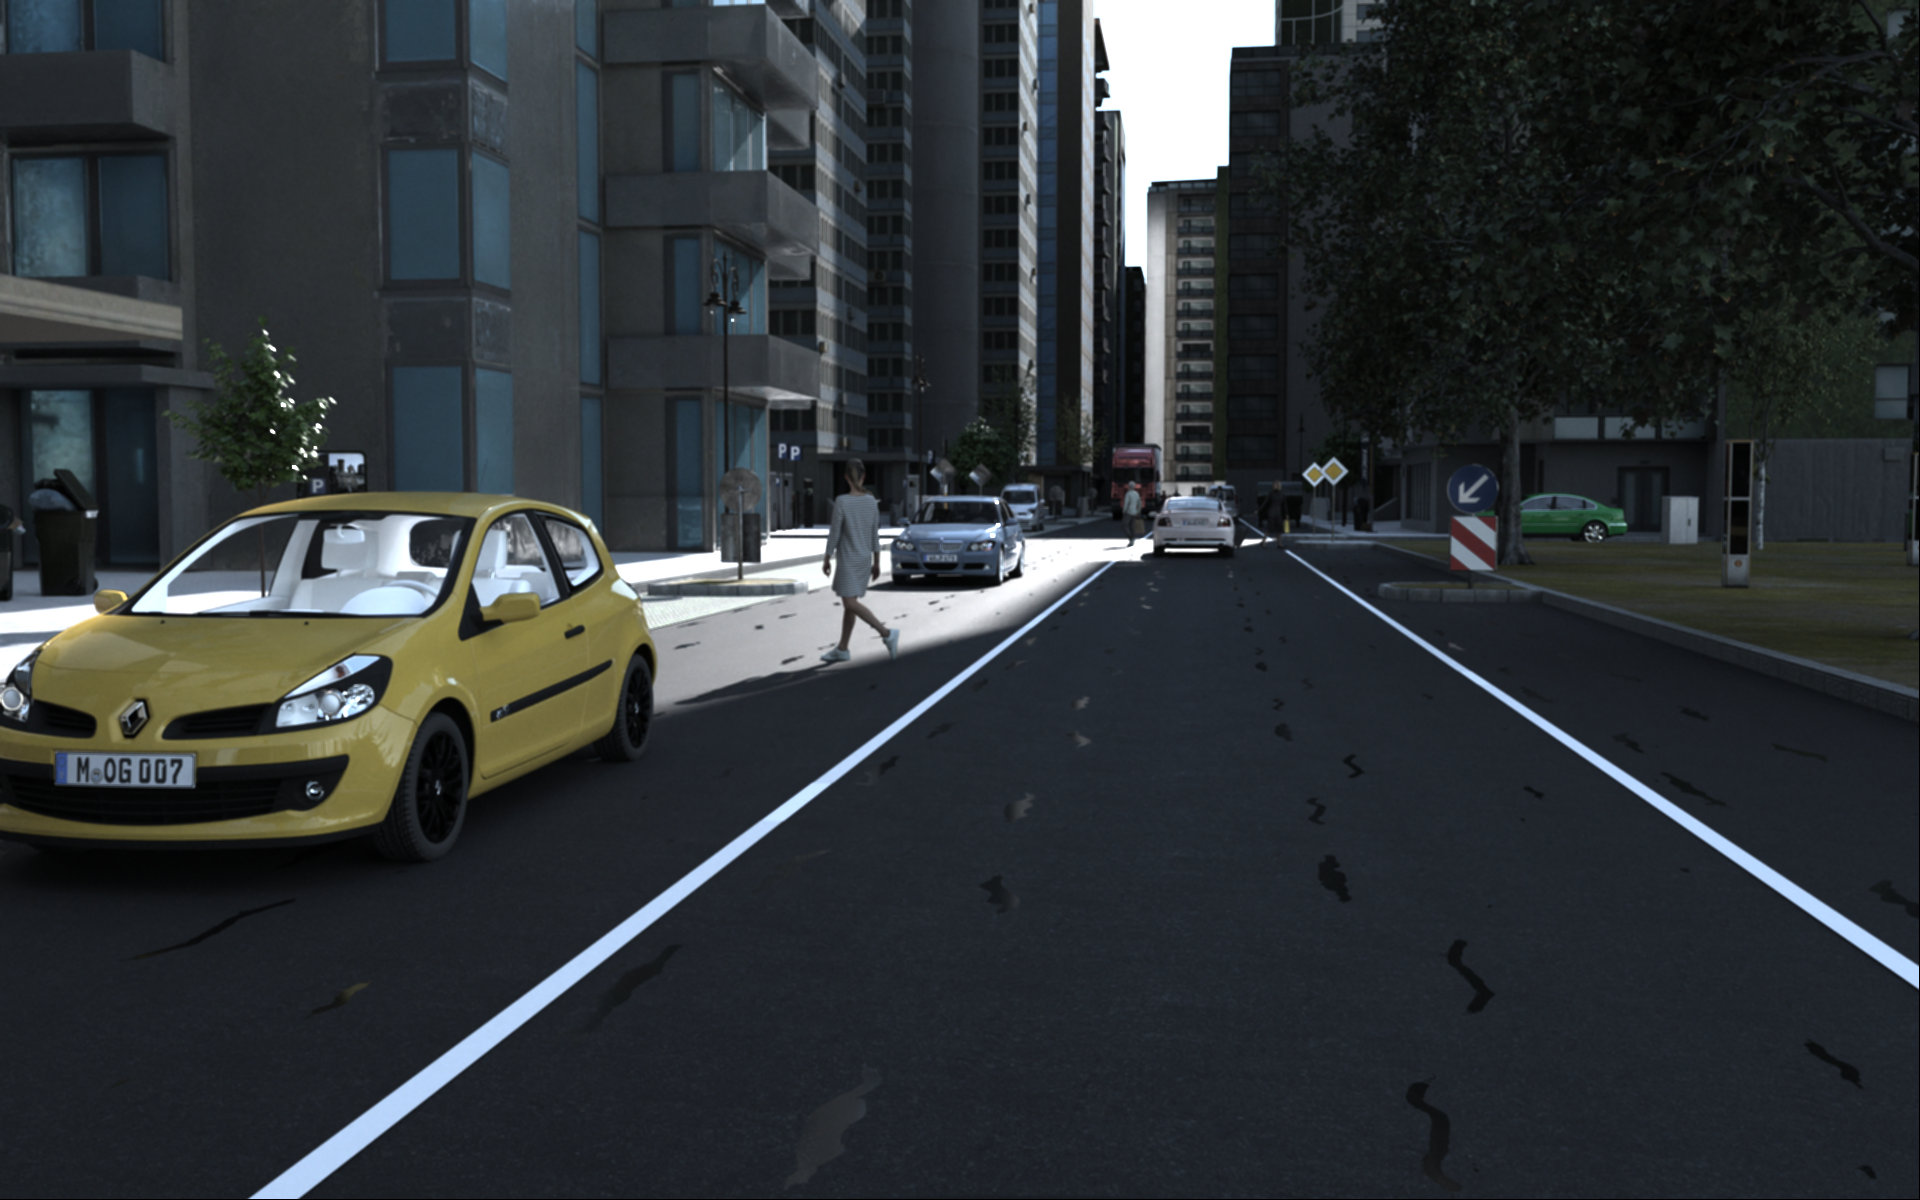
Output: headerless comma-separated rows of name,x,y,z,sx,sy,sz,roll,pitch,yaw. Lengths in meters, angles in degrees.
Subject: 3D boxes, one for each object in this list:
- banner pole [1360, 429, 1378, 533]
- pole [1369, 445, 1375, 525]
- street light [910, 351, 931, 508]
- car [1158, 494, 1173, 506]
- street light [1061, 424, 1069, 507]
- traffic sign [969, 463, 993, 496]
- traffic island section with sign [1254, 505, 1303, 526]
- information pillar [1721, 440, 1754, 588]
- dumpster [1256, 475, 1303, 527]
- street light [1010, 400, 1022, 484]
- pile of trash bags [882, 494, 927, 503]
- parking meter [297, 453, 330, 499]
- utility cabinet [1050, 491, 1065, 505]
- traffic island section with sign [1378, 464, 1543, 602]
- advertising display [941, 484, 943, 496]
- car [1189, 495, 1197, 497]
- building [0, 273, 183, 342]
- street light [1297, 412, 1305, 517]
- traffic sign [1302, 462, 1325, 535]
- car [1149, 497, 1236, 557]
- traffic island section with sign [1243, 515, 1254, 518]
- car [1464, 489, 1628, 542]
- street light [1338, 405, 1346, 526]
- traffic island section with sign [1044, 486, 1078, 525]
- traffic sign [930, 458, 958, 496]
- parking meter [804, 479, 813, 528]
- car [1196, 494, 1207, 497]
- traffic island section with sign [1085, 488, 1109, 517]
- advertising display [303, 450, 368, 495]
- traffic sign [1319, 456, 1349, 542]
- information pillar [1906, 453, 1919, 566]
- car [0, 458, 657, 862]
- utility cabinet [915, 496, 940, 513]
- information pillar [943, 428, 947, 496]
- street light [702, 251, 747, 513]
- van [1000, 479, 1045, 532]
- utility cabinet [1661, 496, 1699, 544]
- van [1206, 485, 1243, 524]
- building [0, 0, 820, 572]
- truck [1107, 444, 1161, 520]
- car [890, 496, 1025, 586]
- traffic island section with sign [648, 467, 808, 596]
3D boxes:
banner pole,13.559,-4.132,57.582,0.401,3.779,0.863,-2,4,-29
pole,17.148,-4.786,72.089,0.158,3.312,0.155,0,3,0
street light,-1.277,-5.089,55.991,0.468,5.910,1.993,0,4,8
car,24.153,-11.730,203.783,2.014,1.417,4.499,1,4,9
street light,7.011,-8.702,115.067,0.468,5.910,1.993,0,4,8
traffic sign,0.669,-3.175,55.546,0.795,2.450,0.064,0,4,8
traffic island section with sign,14.582,-4.308,79.062,1.989,1.847,2.006,0,4,8
information pillar,10.638,-1.175,23.706,0.304,2.012,0.304,1,4,12
dumpster,13.773,-4.267,74.720,1.985,2.255,1.502,0,4,8
street light,2.780,-6.888,85.414,0.468,5.910,1.993,0,4,8
pile of trash bags,-2.960,-5.296,96.345,3.447,1.369,1.912,-1,4,-19
parking meter,-9.268,-1.171,24.855,0.399,1.863,0.255,-3,5,-41
utility cabinet,7.192,-7.259,127.356,1.173,1.500,0.318,2,4,28
traffic island section with sign,6.863,-0.938,23.966,1.989,1.847,2.006,0,4,8
advertising display,-1.162,-5.652,97.624,0.974,1.923,0.123,3,5,43
car,19.691,-8.085,144.766,1.945,1.354,3.894,0,4,6
building,-22.748,-25.361,3.884,28.713,52.752,27.495,0,4,8
street light,19.281,-7.656,97.961,0.468,5.910,1.993,0,4,8
traffic sign,11.059,-3.085,54.075,0.795,2.450,0.064,0,4,8
car,5.498,-1.747,40.924,2.083,1.381,4.827,0,4,7
traffic island section with sign,18.395,-5.967,106.187,1.989,1.847,2.006,0,4,8
car,16.499,-2.483,49.388,4.718,1.807,1.959,0,4,7
street light,15.220,-5.856,68.539,0.468,5.910,1.993,0,4,8
traffic island section with sign,4.493,-4.405,80.657,1.989,1.847,2.006,0,4,8
traffic sign,-0.439,-2.691,47.637,0.795,2.450,0.064,0,4,8
parking meter,-5.772,-3.689,66.022,0.255,1.863,0.399,-2,4,-24
car,19.677,-7.968,139.071,1.959,1.807,4.718,1,4,10
traffic island section with sign,8.272,-6.057,107.654,1.989,1.847,2.006,0,4,8
advertising display,-9.284,-1.251,25.671,0.974,1.923,0.123,-1,4,-16
traffic sign,9.951,-2.601,46.167,0.795,2.450,0.064,0,4,8
information pillar,17.042,-1.606,30.749,0.304,2.012,0.304,1,4,14
car,-2.719,0.133,8.045,2.015,1.641,3.980,0,4,7
utility cabinet,-1.199,-3.353,65.979,1.020,1.237,0.306,0,4,3
information pillar,-0.536,-4.288,61.461,0.183,3.616,0.504,-1,4,-10
street light,-4.471,-3.691,33.133,0.468,5.910,1.993,0,4,8
van,2.315,-3.646,66.626,2.013,2.044,4.112,0,4,7
utility cabinet,18.654,-2.062,44.871,1.020,1.237,0.306,-2,4,-25
van,12.815,-4.751,84.682,2.013,2.044,4.112,1,4,9
building,-19.143,-25.610,38.333,30.456,49.044,23.786,0,4,8
truck,10.095,-6.733,99.002,2.839,4.237,11.283,1,4,8
car,0.036,-1.025,28.755,2.014,1.417,4.499,1,4,9
traffic island section with sign,-3.283,-1.011,25.162,1.989,1.847,2.006,0,4,8
